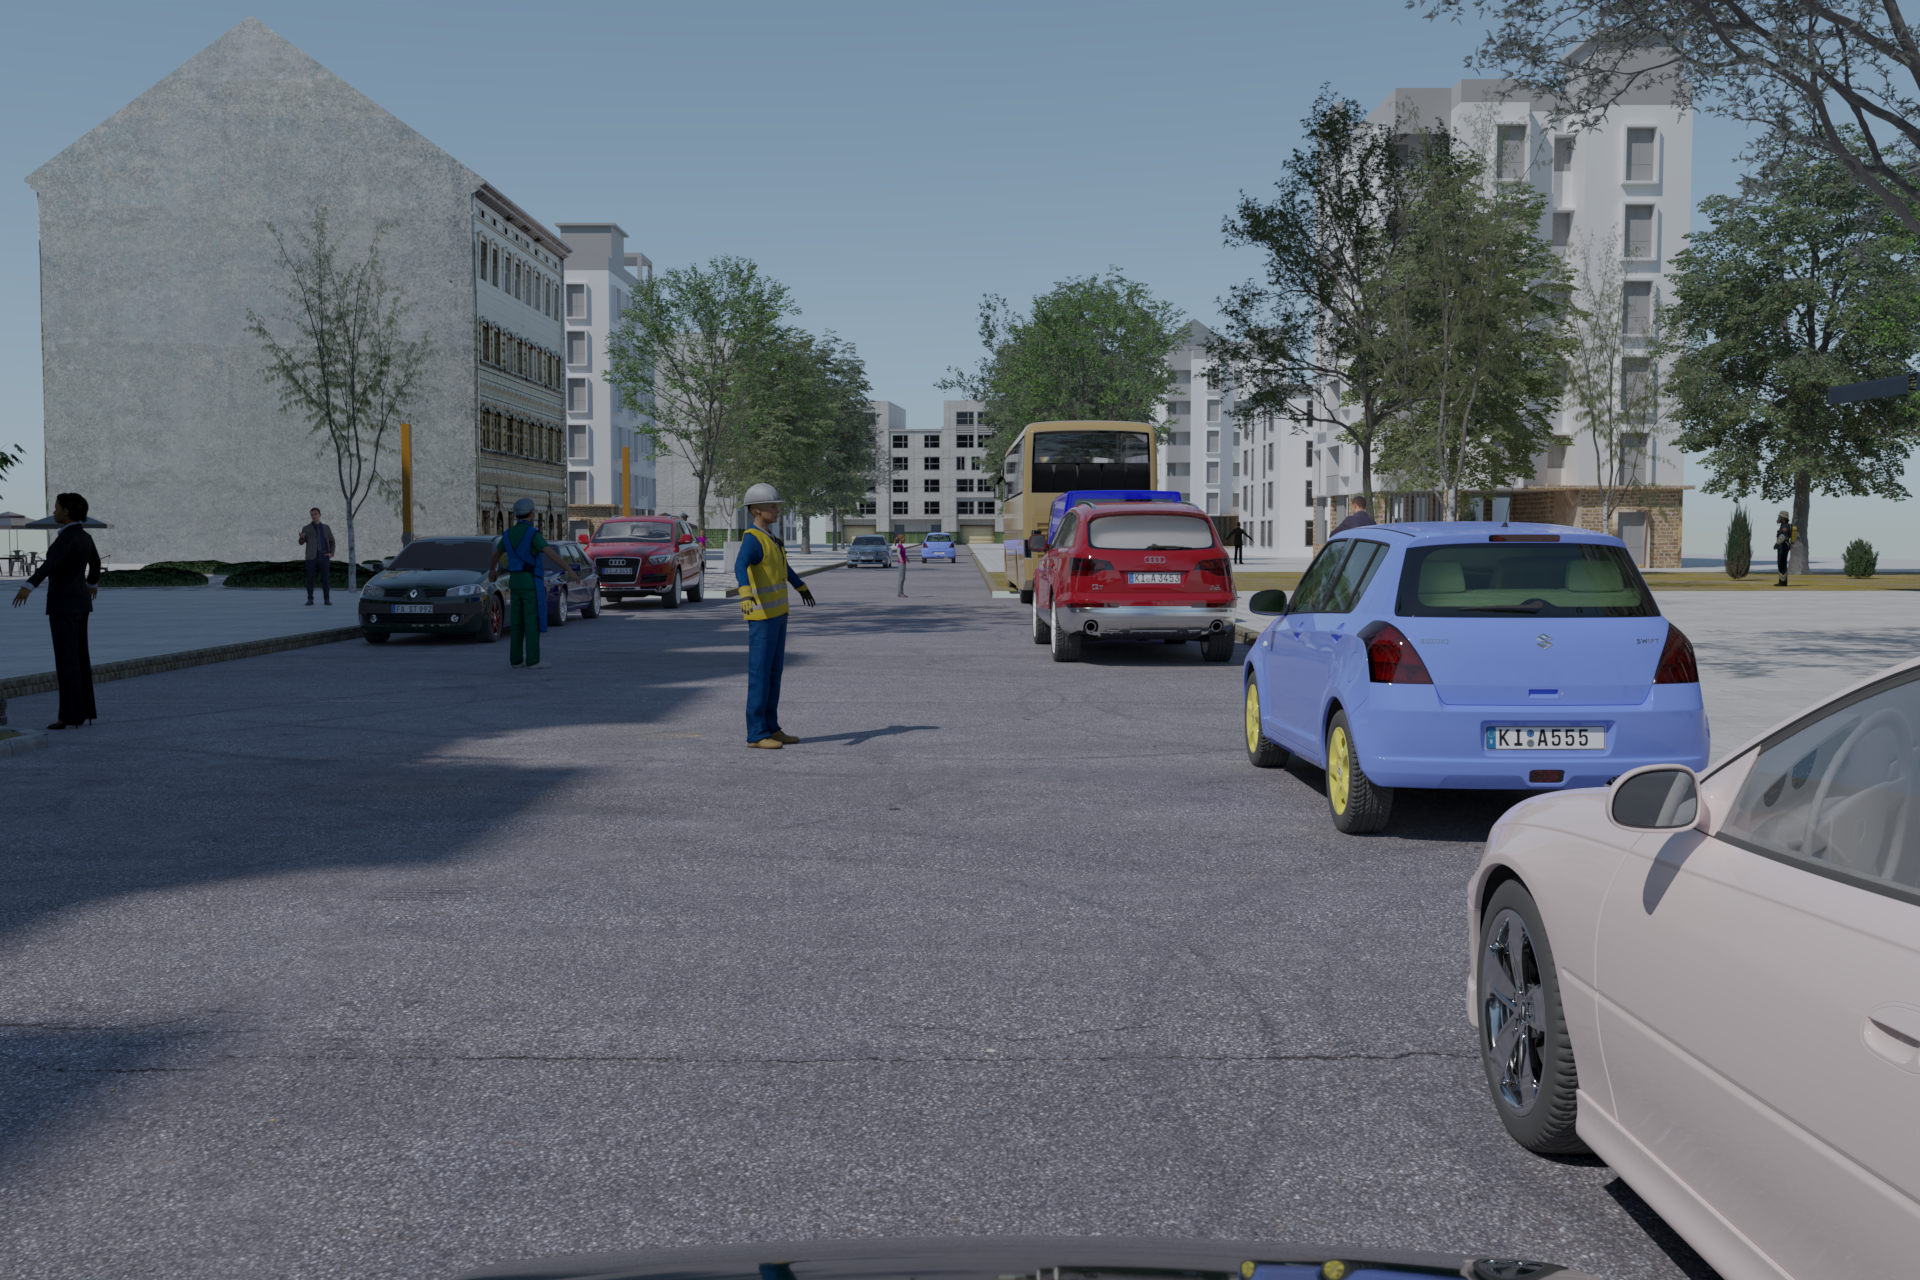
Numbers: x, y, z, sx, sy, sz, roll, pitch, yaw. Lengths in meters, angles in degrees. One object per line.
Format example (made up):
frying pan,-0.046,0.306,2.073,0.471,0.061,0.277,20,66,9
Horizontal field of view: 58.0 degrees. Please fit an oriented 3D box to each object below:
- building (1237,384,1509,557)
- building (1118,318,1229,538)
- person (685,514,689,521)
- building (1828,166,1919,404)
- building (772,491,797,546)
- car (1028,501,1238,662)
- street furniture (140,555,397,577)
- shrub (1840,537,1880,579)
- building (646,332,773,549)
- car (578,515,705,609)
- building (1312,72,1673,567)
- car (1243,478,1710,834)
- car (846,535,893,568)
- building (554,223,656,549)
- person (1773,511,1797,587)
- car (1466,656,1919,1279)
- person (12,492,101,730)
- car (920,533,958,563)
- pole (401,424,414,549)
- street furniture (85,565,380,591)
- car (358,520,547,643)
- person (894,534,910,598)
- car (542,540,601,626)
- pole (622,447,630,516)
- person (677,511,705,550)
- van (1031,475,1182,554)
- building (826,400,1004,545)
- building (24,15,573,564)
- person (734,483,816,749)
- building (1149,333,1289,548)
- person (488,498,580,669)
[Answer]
building,22.352,-9.473,97.037,9.099,9.664,28.070,0,4,0
building,23.794,-21.717,185.997,19.493,23.208,18.063,0,4,0
person,-7.107,-2.351,44.372,0.705,1.837,1.347,-1,4,-11
building,25.079,-17.298,28.942,12.429,33.558,17.177,0,4,0
building,-23.240,-15.782,200.179,9.099,9.664,28.070,0,4,0
car,2.007,-0.752,20.963,2.281,1.827,5.304,0,4,-1
street furniture,-20.656,-2.310,53.387,10.072,0.657,5.734,3,5,43
shrub,25.740,-2.350,49.541,1.383,1.207,1.383,0,3,0
building,-28.182,-18.418,167.594,16.747,18.905,31.486,0,4,0
car,-6.433,-1.610,35.004,2.281,1.827,5.304,0,4,0
building,21.112,-13.509,77.299,16.016,20.090,11.380,0,4,0
car,2.633,0.000,9.585,1.945,1.707,3.694,0,4,0
car,-3.844,-3.789,73.959,2.014,1.417,4.499,0,4,0
building,-25.943,-15.303,106.622,16.016,20.090,11.380,0,4,0
person,20.111,-2.239,42.385,0.705,1.856,1.354,2,4,31
car,2.207,0.597,2.599,2.083,1.381,4.827,0,4,0
person,-6.656,-0.222,12.811,0.721,1.740,1.216,0,4,-4
car,-1.046,-4.672,85.977,1.945,1.707,3.694,0,4,0
pole,-10.236,-2.340,32.109,0.158,3.312,0.155,0,3,0
street furniture,-15.622,-1.621,42.126,10.072,0.657,5.734,1,4,16
car,-6.970,-0.873,24.053,2.009,1.686,4.222,0,3,0
person,-1.256,-1.675,39.116,0.599,1.433,0.991,0,4,8
car,-7.018,-0.952,28.141,1.945,1.354,3.894,0,4,0
pole,-7.814,-2.860,40.606,0.158,3.312,0.155,0,3,0
person,-6.589,-2.149,41.103,1.349,1.833,0.705,3,4,38
van,2.279,-1.355,26.543,2.240,2.365,5.245,0,3,0
building,-1.236,-22.417,235.427,31.486,18.905,16.747,0,4,6
building,-30.147,-15.419,83.037,19.493,23.208,18.063,0,4,-1
person,-1.236,-0.168,11.675,0.721,1.772,1.216,1,4,15
building,23.856,-19.233,170.878,16.016,20.090,11.380,0,4,0
person,-4.614,-0.607,18.507,1.347,1.817,0.704,2,4,33
